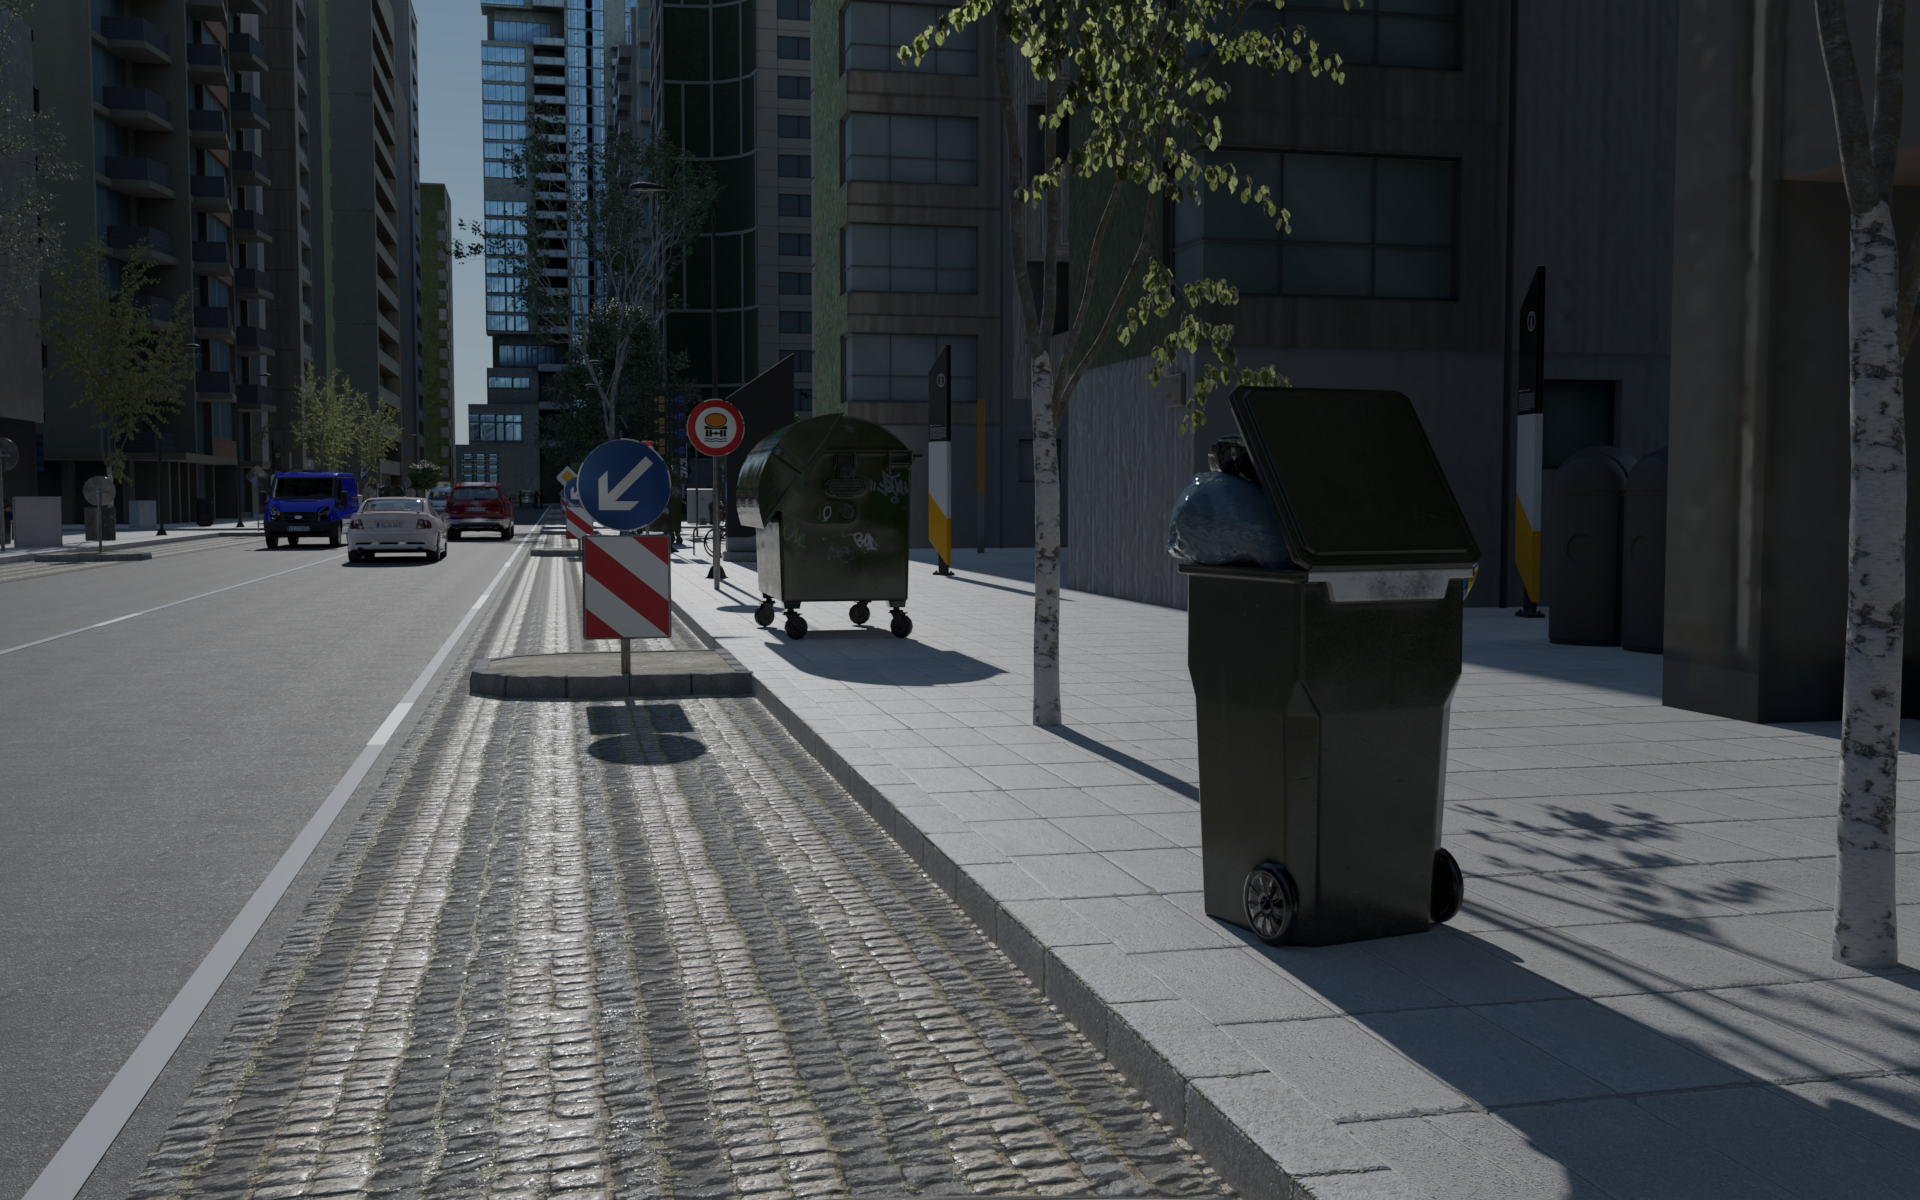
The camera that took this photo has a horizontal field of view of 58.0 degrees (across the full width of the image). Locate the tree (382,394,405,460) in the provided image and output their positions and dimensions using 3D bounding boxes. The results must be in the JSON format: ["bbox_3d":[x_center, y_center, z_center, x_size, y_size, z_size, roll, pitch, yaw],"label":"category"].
[{"bbox_3d":[-42.400,-10.696,125.237,4.360,8.622,3.978,0,3,0],"label":"tree"}]

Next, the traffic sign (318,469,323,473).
[{"bbox_3d":[-33.125,-5.488,89.727,0.884,2.594,0.081,0,4,-5],"label":"traffic sign"}]

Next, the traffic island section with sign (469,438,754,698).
[{"bbox_3d":[-2.658,-0.271,13.056,1.989,1.847,2.006,-1,4,-13],"label":"traffic island section with sign"}]

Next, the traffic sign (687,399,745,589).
[{"bbox_3d":[-3.273,-1.415,23.248,0.768,2.556,0.104,-1,4,-11],"label":"traffic sign"}]

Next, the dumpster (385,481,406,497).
[{"bbox_3d":[-43.044,-7.914,131.880,1.502,2.255,1.985,-1,4,-13],"label":"dumpster"}]

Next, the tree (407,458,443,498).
[{"bbox_3d":[-49.397,-10.780,159.968,4.285,4.588,4.351,0,3,0],"label":"tree"}]

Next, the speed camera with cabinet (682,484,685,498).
[{"bbox_3d":[-14.702,-6.122,94.423,2.038,3.252,0.660,0,4,-1],"label":"speed camera with cabinet"}]

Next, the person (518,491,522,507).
[{"bbox_3d":[-48.730,-11.210,191.881,0.705,1.812,1.348,0,4,-1],"label":"person"}]

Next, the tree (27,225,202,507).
[{"bbox_3d":[-23.646,-6.005,48.545,4.737,8.622,4.395,0,3,0],"label":"tree"}]

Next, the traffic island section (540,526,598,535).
[{"bbox_3d":[-13.910,-2.407,61.630,2.009,0.180,2.903,-1,4,-13],"label":"traffic island section"}]

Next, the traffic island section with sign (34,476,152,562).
[{"bbox_3d":[-18.618,-1.756,37.337,1.989,1.847,2.006,-1,4,-13],"label":"traffic island section with sign"}]

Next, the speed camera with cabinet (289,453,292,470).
[{"bbox_3d":[-31.511,-5.375,82.219,0.660,3.252,2.038,-2,4,-25],"label":"speed camera with cabinet"}]

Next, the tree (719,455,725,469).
[{"bbox_3d":[-6.160,-4.409,55.798,4.285,4.588,4.351,0,3,0],"label":"tree"}]

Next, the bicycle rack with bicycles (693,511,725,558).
[{"bbox_3d":[-4.227,-1.383,35.988,2.925,0.926,2.852,-2,4,-25],"label":"bicycle rack with bicycles"}]

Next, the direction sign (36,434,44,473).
[{"bbox_3d":[-35.095,-4.505,65.655,0.876,3.537,0.379,1,4,12],"label":"direction sign"}]

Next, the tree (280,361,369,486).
[{"bbox_3d":[-35.146,-8.865,95.312,4.360,8.622,3.978,0,3,0],"label":"tree"}]

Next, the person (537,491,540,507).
[{"bbox_3d":[-45.594,-10.867,186.852,0.551,1.740,0.621,-2,4,-32],"label":"person"}]

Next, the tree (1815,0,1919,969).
[{"bbox_3d":[2.569,-3.297,4.272,4.360,8.622,3.978,0,3,0],"label":"tree"}]

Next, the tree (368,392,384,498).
[{"bbox_3d":[-38.105,-9.519,106.002,4.360,8.622,3.978,0,3,0],"label":"tree"}]

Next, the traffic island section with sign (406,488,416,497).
[{"bbox_3d":[-37.275,-6.677,117.802,1.989,1.847,2.006,-1,4,-13],"label":"traffic island section with sign"}]

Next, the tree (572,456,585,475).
[{"bbox_3d":[-26.682,-8.662,125.345,4.285,4.588,4.351,0,3,0],"label":"tree"}]

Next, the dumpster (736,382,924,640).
[{"bbox_3d":[-1.222,-0.828,16.030,1.502,2.255,1.985,-1,4,-13],"label":"dumpster"}]

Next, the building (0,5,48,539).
[{"bbox_3d":[-34.736,-10.842,44.726,16.811,18.784,16.820,-1,4,-13],"label":"building"}]

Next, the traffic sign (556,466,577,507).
[{"bbox_3d":[-13.931,-3.542,61.548,0.795,2.450,0.064,-1,4,-13],"label":"traffic sign"}]

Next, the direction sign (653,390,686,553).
[{"bbox_3d":[-6.359,-2.813,37.995,0.876,3.537,0.379,2,4,29],"label":"direction sign"}]

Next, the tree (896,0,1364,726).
[{"bbox_3d":[0.642,-3.599,9.208,4.360,8.622,3.978,0,3,0],"label":"tree"}]

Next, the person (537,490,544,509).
[{"bbox_3d":[-39.820,-9.547,164.561,0.705,1.831,1.348,1,4,13],"label":"person"}]

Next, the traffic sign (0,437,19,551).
[{"bbox_3d":[-21.568,-2.376,38.957,0.768,2.556,0.104,0,4,-5],"label":"traffic sign"}]

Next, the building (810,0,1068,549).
[{"bbox_3d":[2.696,-22.242,47.246,14.154,41.232,14.086,-1,4,-13],"label":"building"}]

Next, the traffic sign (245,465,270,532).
[{"bbox_3d":[-24.014,-3.401,59.241,0.795,2.450,0.064,-1,4,-13],"label":"traffic sign"}]

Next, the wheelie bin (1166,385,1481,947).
[{"bbox_3d":[1.046,0.168,5.165,0.980,1.594,0.693,-2,4,-25],"label":"wheelie bin"}]

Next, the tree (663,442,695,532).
[{"bbox_3d":[-9.995,-3.925,58.767,1.663,3.219,1.824,0,3,0],"label":"tree"}]

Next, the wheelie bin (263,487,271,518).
[{"bbox_3d":[-30.065,-4.140,75.602,0.693,1.594,0.980,-2,4,-31],"label":"wheelie bin"}]

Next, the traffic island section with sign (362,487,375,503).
[{"bbox_3d":[-31.092,-5.045,91.118,1.989,1.847,2.006,-1,4,-13],"label":"traffic island section with sign"}]

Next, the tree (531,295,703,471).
[{"bbox_3d":[-19.638,-11.169,99.619,9.611,12.733,9.660,0,3,0],"label":"tree"}]

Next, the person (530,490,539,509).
[{"bbox_3d":[-40.967,-9.712,167.427,1.348,1.807,0.705,-3,5,-40],"label":"person"}]

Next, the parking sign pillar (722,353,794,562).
[{"bbox_3d":[-3.846,-2.737,33.221,1.447,3.967,1.447,-1,4,-13],"label":"parking sign pillar"}]

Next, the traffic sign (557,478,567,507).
[{"bbox_3d":[-15.734,-4.017,69.327,0.795,2.450,0.064,-1,4,-13],"label":"traffic sign"}]

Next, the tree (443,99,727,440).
[{"bbox_3d":[-18.072,-13.978,84.423,12.611,20.169,13.585,0,3,0],"label":"tree"}]

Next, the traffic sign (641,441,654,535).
[{"bbox_3d":[-7.469,-2.522,41.343,0.768,2.556,0.104,-1,4,-11],"label":"traffic sign"}]

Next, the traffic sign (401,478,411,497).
[{"bbox_3d":[-43.899,-8.394,137.348,0.768,2.556,0.104,-1,4,-11],"label":"traffic sign"}]

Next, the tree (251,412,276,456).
[{"bbox_3d":[-43.703,-9.406,104.158,4.737,8.622,4.395,0,3,0],"label":"tree"}]

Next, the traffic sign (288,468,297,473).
[{"bbox_3d":[-25.817,-3.876,67.020,0.795,2.450,0.064,-1,4,-13],"label":"traffic sign"}]

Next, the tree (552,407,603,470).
[{"bbox_3d":[-31.918,-13.196,150.172,7.601,10.594,8.767,0,4,6],"label":"tree"}]

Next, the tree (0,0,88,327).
[{"bbox_3d":[-20.117,-7.232,28.621,12.009,13.543,11.850,0,3,0],"label":"tree"}]

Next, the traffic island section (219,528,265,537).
[{"bbox_3d":[-24.035,-2.264,59.297,2.009,0.180,2.903,-1,4,-13],"label":"traffic island section"}]
